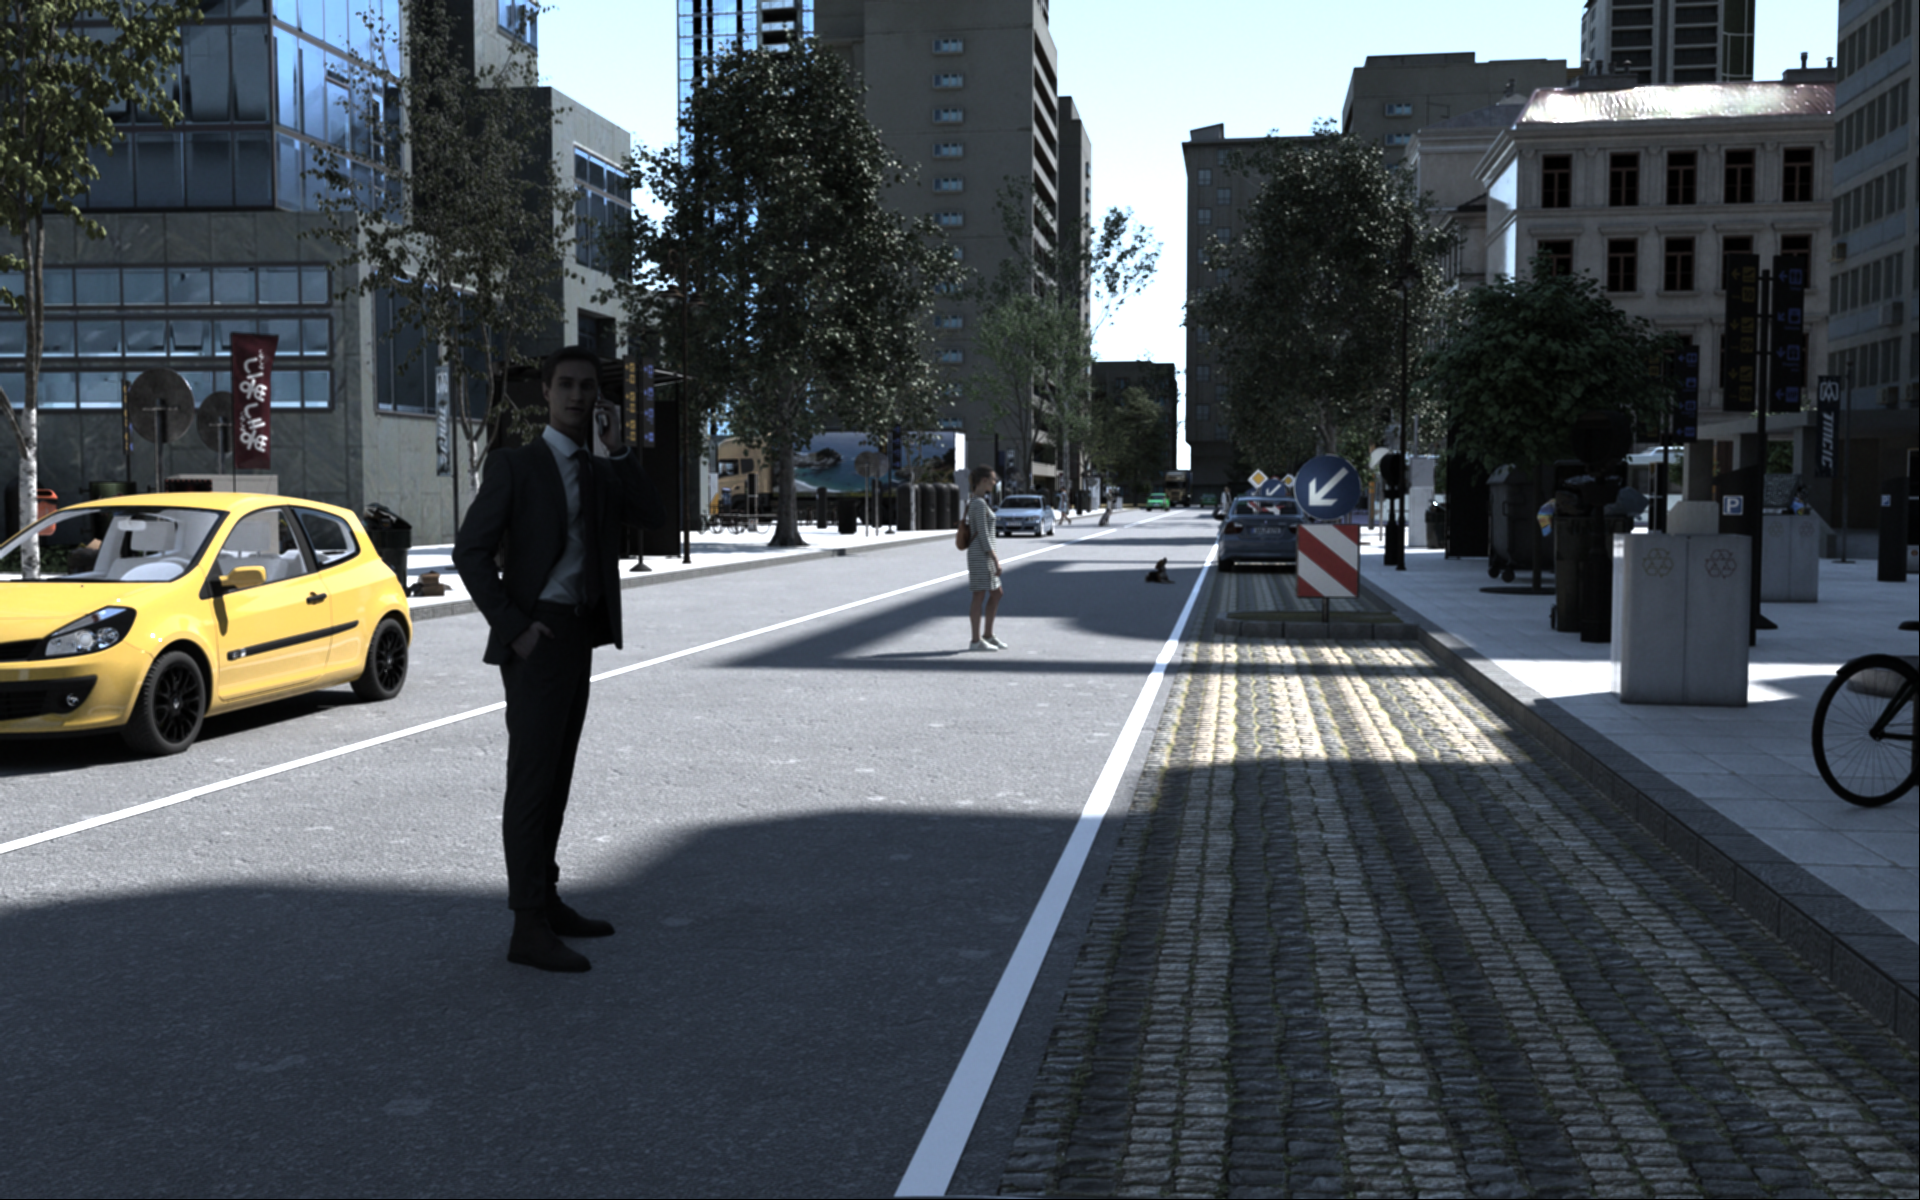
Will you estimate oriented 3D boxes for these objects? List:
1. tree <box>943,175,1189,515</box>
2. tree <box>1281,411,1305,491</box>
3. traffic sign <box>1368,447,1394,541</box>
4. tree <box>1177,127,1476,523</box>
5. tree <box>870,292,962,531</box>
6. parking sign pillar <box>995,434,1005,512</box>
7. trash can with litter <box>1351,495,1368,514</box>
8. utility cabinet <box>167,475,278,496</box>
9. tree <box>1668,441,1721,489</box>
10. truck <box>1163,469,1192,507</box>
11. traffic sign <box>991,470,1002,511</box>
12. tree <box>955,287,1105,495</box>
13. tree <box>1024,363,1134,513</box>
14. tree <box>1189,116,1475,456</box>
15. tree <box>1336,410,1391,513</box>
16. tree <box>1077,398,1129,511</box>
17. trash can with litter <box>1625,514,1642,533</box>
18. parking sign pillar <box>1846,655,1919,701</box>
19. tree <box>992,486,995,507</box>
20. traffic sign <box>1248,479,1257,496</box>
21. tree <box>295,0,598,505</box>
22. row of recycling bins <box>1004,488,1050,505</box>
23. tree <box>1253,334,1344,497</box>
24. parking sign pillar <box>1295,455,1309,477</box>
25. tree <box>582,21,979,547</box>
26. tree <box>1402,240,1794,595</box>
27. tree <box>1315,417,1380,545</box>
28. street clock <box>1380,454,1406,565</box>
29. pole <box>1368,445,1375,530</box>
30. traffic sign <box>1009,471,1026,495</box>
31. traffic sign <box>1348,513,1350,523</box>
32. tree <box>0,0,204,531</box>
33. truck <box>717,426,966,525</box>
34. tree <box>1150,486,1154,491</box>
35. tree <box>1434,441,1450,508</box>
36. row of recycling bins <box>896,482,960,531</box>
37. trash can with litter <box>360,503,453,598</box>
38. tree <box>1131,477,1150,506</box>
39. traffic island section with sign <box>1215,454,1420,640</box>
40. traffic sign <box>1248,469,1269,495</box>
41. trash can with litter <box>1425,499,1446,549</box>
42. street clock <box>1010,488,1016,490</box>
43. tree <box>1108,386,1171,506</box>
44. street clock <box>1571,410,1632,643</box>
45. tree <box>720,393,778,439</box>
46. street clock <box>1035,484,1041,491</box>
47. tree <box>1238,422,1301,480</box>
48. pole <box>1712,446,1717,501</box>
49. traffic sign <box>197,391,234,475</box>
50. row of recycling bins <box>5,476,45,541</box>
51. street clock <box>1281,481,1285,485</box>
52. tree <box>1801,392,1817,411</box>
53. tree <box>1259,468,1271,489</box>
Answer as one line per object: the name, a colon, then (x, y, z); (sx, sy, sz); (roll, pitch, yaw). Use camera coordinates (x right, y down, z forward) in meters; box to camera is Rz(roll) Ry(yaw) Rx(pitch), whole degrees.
tree: (4.988, -15.218, 104.701); (12.611, 20.169, 13.585); (0, 3, 0)
tree: (25.146, -11.054, 131.088); (4.737, 8.622, 4.395); (0, 3, 0)
traffic sign: (11.442, -2.869, 47.011); (0.768, 2.556, 0.104); (1, 4, 14)
tree: (11.743, -8.422, 54.701); (9.611, 12.733, 9.660); (0, 3, 0)
tree: (-1.768, -6.663, 59.299); (4.360, 8.622, 3.978); (0, 3, 0)
parking sign pillar: (1.791, -5.488, 78.201); (1.447, 3.967, 1.447); (0, 4, 2)
trash can with litter: (25.213, -6.050, 109.974); (2.233, 1.210, 1.678); (1, 4, 23)
utility cabinet: (-8.557, -0.701, 20.145); (0.318, 1.500, 1.173); (3, 5, 41)
tree: (22.812, -3.624, 53.857); (1.663, 3.219, 1.824); (0, 3, 0)
truck: (25.051, -12.833, 198.735); (2.839, 4.237, 11.283); (1, 4, 11)
traffic sign: (1.270, -3.991, 68.901); (0.795, 2.450, 0.064); (1, 4, 9)
tree: (3.436, -9.906, 87.720); (9.928, 11.665, 9.643); (0, 3, 0)
tree: (8.605, -11.338, 119.788); (7.601, 10.594, 8.767); (2, 4, 30)
tree: (18.684, -14.012, 84.993); (12.611, 20.169, 13.585); (0, 3, 0)
tree: (26.412, -10.056, 114.770); (4.737, 8.622, 4.395); (0, 3, 0)
tree: (10.527, -11.094, 131.741); (4.737, 8.622, 4.395); (0, 3, 0)
trash can with litter: (12.169, -1.284, 32.374); (1.055, 1.170, 0.624); (-2, 4, -32)
parking sign pillar: (6.506, -1.379, 11.016); (1.447, 3.967, 1.447); (2, 4, 25)
tree: (2.776, -8.909, 140.270); (1.663, 3.219, 1.824); (0, 3, 0)
traffic sign: (12.850, -4.371, 75.105); (0.795, 2.450, 0.064); (1, 4, 9)
tree: (-6.835, -4.501, 23.955); (4.360, 8.622, 3.978); (0, 3, 0)
row of recycling bins: (4.317, -6.619, 115.331); (3.534, 1.692, 1.069); (-1, 4, -20)
tree: (20.275, -10.988, 105.414); (9.928, 11.665, 9.643); (0, 3, 0)
parking sign pillar: (23.520, -7.919, 117.943); (1.447, 3.967, 1.447); (-1, 4, -12)
tree: (-4.352, -7.680, 42.570); (9.611, 12.733, 9.660); (0, 3, 0)
tree: (7.514, -2.381, 22.639); (4.285, 4.588, 4.351); (0, 3, 0)
tree: (10.044, -3.019, 43.961); (1.663, 3.219, 1.824); (0, 3, 0)
street clock: (7.781, -1.628, 31.184); (0.471, 2.002, 0.358); (-3, 4, -38)
pole: (14.725, -4.165, 61.934); (0.158, 3.312, 0.155); (0, 3, 0)
traffic sign: (2.542, -4.474, 76.784); (0.795, 2.450, 0.064); (1, 4, 9)
traffic sign: (10.650, -2.830, 47.450); (0.795, 2.450, 0.064); (1, 4, 10)
tree: (-8.243, -3.934, 14.687); (4.737, 8.622, 4.395); (0, 3, 0)
truck: (-5.490, -5.188, 73.744); (11.283, 4.237, 2.839); (1, 4, 11)
tree: (23.041, -13.448, 214.478); (1.663, 3.219, 1.824); (0, 3, 0)
tree: (17.351, -4.120, 61.969); (1.663, 3.219, 1.824); (0, 3, 0)
row of recycling bins: (-1.064, -3.337, 61.673); (1.069, 1.692, 3.534); (2, 4, 31)
trash can with litter: (-6.946, -0.626, 21.625); (1.055, 1.170, 0.624); (-3, 5, -43)
tree: (19.722, -12.043, 191.509); (1.663, 3.219, 1.824); (0, 3, 0)
traffic island section with sign: (3.662, -0.571, 17.967); (1.989, 1.847, 2.006); (1, 4, 9)
traffic sign: (11.578, -3.889, 67.222); (0.795, 2.450, 0.064); (1, 4, 9)
trash can with litter: (11.371, -1.773, 40.373); (1.055, 1.170, 0.624); (1, 4, 18)
street clock: (3.811, -7.341, 124.602); (0.358, 2.002, 0.471); (3, 4, 36)
tree: (18.813, -16.178, 182.640); (7.486, 12.596, 7.792); (0, 3, 0)
street clock: (5.524, -0.636, 14.967); (0.358, 2.002, 0.471); (-2, 4, -28)
tree: (-10.959, -8.649, 91.769); (4.737, 8.622, 4.395); (0, 3, 0)
street clock: (5.709, -7.488, 127.002); (0.471, 2.002, 0.358); (0, 4, -5)
tree: (28.657, -14.597, 156.792); (7.486, 12.596, 7.792); (0, 3, 0)
pole: (32.115, -4.893, 73.839); (0.158, 3.312, 0.155); (0, 3, 0)
traffic sign: (-9.115, -1.303, 21.411); (0.768, 2.556, 0.104); (1, 4, 16)
row of recycling bins: (-22.344, -1.926, 38.595); (3.534, 1.692, 1.069); (-2, 4, -24)
street clock: (17.599, -5.510, 94.660); (0.358, 2.002, 0.471); (1, 4, 21)
tree: (26.428, -4.353, 54.879); (4.285, 4.588, 4.351); (0, 3, 0)
tree: (33.679, -12.571, 189.250); (4.285, 4.588, 4.351); (0, 3, 0)
